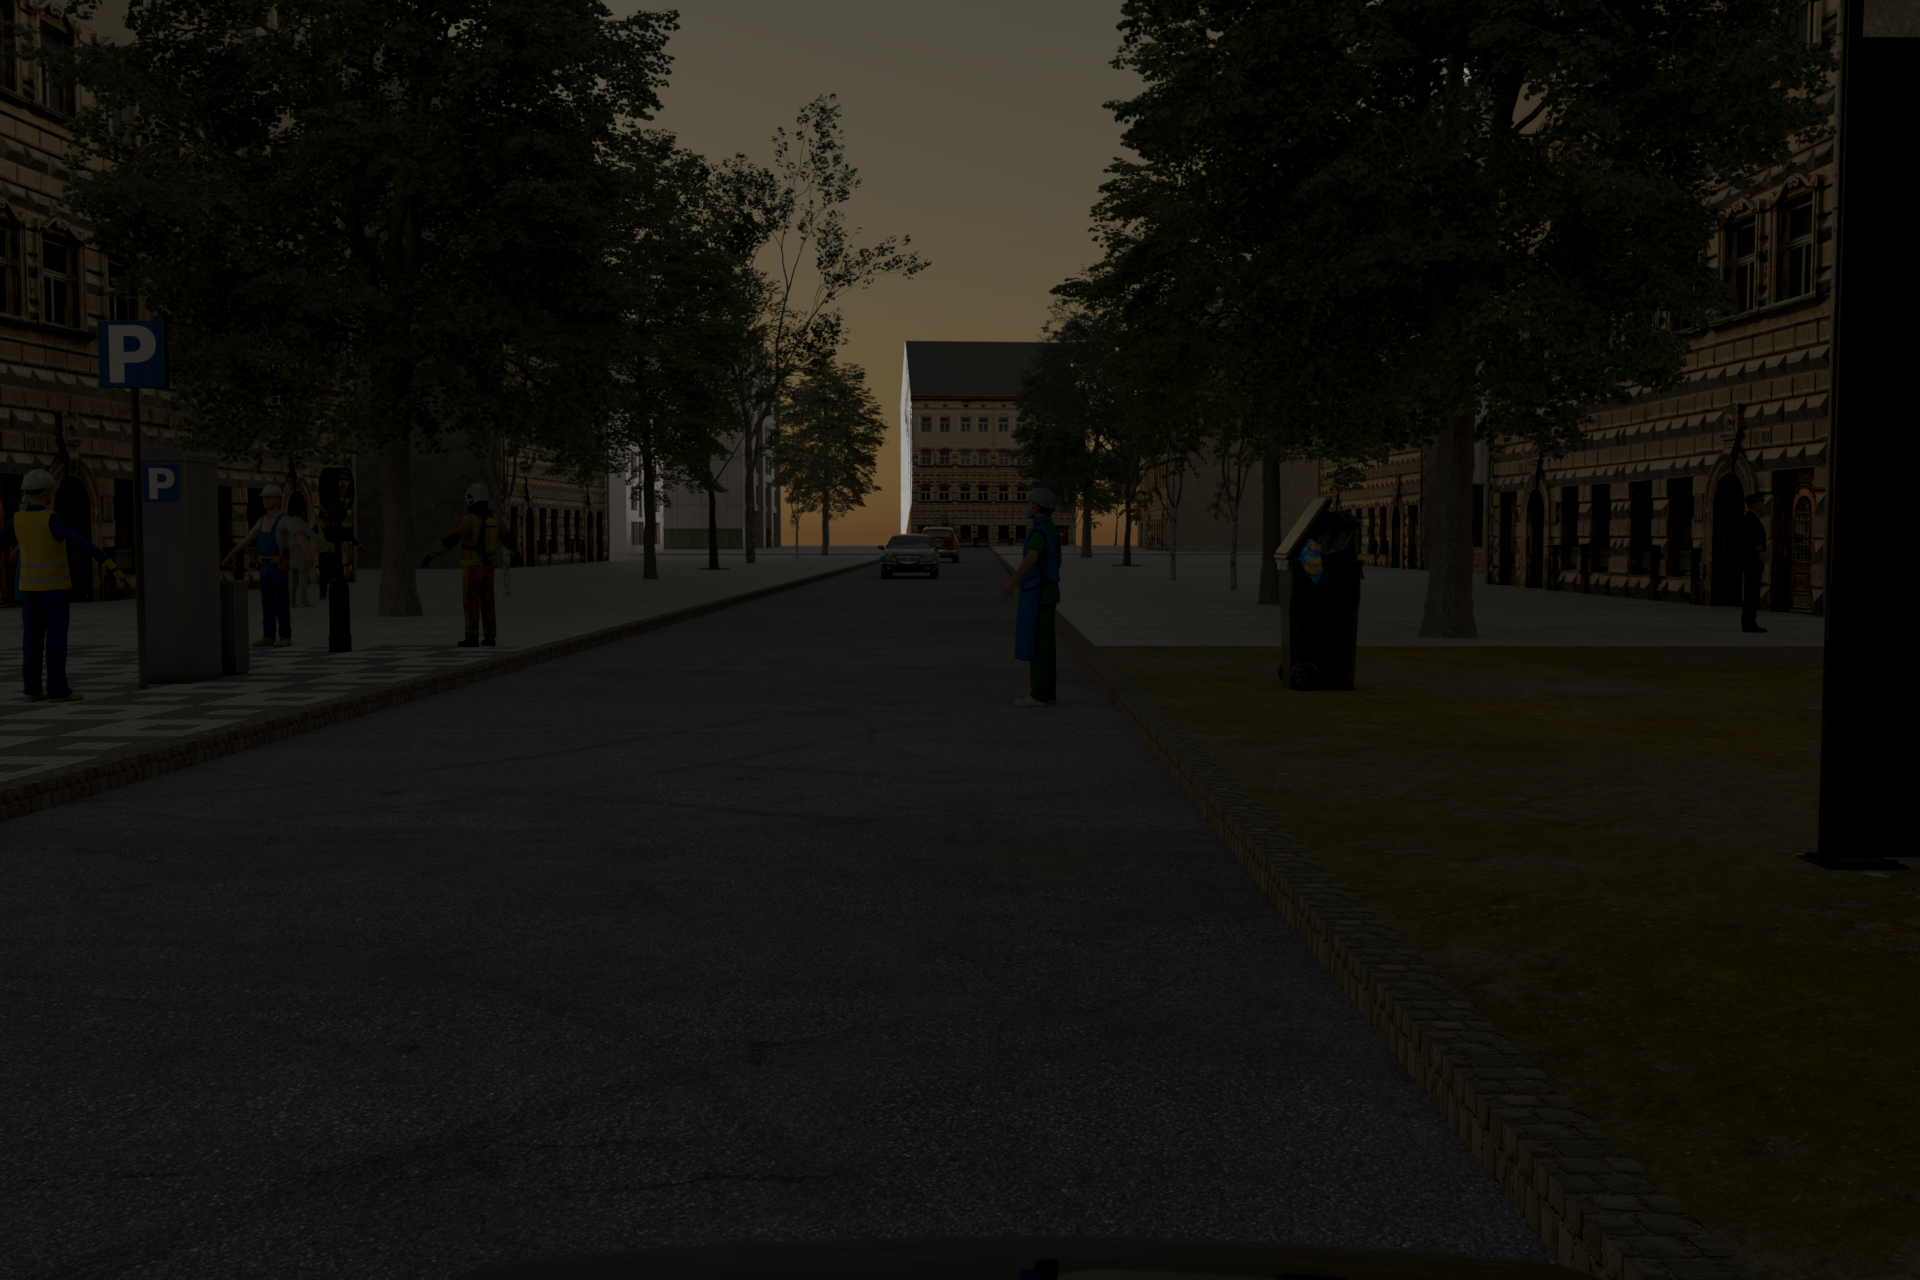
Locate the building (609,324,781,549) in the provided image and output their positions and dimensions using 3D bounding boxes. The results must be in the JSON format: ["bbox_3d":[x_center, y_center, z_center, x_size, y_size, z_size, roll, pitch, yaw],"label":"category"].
[{"bbox_3d":[-26.682,-18.021,161.107,16.747,18.905,31.486,0,3,0],"label":"building"}]

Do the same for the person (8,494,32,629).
[{"bbox_3d":[-12.452,-1.044,23.199,0.704,1.817,1.347,-3,5,-41],"label":"person"}]

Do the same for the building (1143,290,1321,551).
[{"bbox_3d":[24.632,-18.660,136.022,19.493,23.208,18.063,0,4,1],"label":"building"}]

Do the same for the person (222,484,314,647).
[{"bbox_3d":[-7.863,-0.853,19.804,1.347,1.847,0.705,2,4,24],"label":"person"}]

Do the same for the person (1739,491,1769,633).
[{"bbox_3d":[10.398,-1.022,22.642,0.705,1.837,1.347,1,4,21],"label":"person"}]

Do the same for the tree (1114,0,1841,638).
[{"bbox_3d":[6.098,-7.016,21.367,9.857,13.997,8.962,0,3,0],"label":"tree"}]

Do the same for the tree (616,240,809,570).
[{"bbox_3d":[-9.043,-8.352,62.309,9.928,11.665,9.643,0,3,0],"label":"tree"}]

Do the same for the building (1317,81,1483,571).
[{"bbox_3d":[25.511,-14.574,69.216,19.493,23.208,18.063,0,4,0],"label":"building"}]

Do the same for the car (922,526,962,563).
[{"bbox_3d":[-1.063,-4.835,87.720,2.281,1.827,5.304,0,4,1],"label":"car"}]

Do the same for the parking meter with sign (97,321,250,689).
[{"bbox_3d":[-6.759,-1.150,15.066,0.543,3.016,1.738,0,3,0],"label":"parking meter with sign"}]

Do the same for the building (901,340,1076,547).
[{"bbox_3d":[2.821,-22.203,196.399,18.063,23.208,19.493,0,4,-5],"label":"building"}]

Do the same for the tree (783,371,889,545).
[{"bbox_3d":[-14.088,-20.877,197.224,12.611,20.169,13.585,0,3,0],"label":"tree"}]

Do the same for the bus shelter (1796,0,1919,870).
[{"bbox_3d":[3.842,-0.752,3.585,1.731,3.624,6.357,0,4,-1],"label":"bus shelter"}]

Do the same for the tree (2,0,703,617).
[{"bbox_3d":[-8.875,-7.341,26.687,9.857,13.997,8.962,0,3,0],"label":"tree"}]

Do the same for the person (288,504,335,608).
[{"bbox_3d":[-11.570,-1.476,30.319,1.347,1.806,0.705,1,4,16],"label":"person"}]

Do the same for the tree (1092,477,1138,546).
[{"bbox_3d":[17.649,-15.779,192.395,7.601,10.594,8.767,0,4,3],"label":"tree"}]

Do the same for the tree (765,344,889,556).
[{"bbox_3d":[-8.019,-11.338,103.496,7.486,12.596,7.792,0,3,0],"label":"tree"}]

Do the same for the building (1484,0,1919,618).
[{"bbox_3d":[22.587,-12.451,34.495,19.493,23.208,18.063,0,4,1],"label":"building"}]

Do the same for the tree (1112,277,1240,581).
[{"bbox_3d":[5.938,-5.963,47.855,4.737,8.622,4.395,0,3,0],"label":"tree"}]

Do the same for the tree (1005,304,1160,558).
[{"bbox_3d":[6.802,-11.445,93.775,9.857,13.997,8.962,0,3,0],"label":"tree"}]

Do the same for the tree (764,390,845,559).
[{"bbox_3d":[-8.588,-8.455,88.606,4.360,8.622,3.978,0,3,0],"label":"tree"}]

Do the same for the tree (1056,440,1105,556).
[{"bbox_3d":[6.852,-9.331,102.927,4.737,8.622,4.395,0,3,0],"label":"tree"}]

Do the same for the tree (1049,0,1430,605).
[{"bbox_3d":[5.476,-6.950,31.753,7.486,12.596,7.792,0,3,0],"label":"tree"}]

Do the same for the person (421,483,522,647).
[{"bbox_3d":[-5.499,-0.854,19.727,0.705,1.858,1.354,3,4,38],"label":"person"}]

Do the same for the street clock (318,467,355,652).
[{"bbox_3d":[-6.751,-0.871,18.810,0.358,2.002,0.471,0,4,1],"label":"street clock"}]

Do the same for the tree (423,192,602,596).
[{"bbox_3d":[-9.356,-5.191,35.228,4.360,8.622,3.978,0,3,0],"label":"tree"}]

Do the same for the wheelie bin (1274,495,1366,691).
[{"bbox_3d":[2.999,-0.399,14.426,0.693,1.594,0.980,0,4,1],"label":"wheelie bin"}]

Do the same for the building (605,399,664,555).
[{"bbox_3d":[-25.214,-10.964,121.403,9.099,9.664,28.070,0,4,0],"label":"building"}]

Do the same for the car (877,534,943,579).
[{"bbox_3d":[-1.630,-2.777,57.199,2.131,1.459,4.920,0,4,0],"label":"car"}]

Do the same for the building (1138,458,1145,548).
[{"bbox_3d":[26.069,-19.798,154.633,19.493,23.208,18.063,0,4,1],"label":"building"}]

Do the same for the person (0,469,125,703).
[{"bbox_3d":[-6.974,-0.418,13.296,1.216,1.772,0.721,1,4,12],"label":"person"}]

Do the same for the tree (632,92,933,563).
[{"bbox_3d":[-8.055,-13.362,74.363,12.611,20.169,13.585,0,3,0],"label":"tree"}]

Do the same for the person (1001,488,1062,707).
[{"bbox_3d":[0.645,-0.361,14.486,0.704,1.817,1.347,1,4,18],"label":"person"}]

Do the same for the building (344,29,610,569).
[{"bbox_3d":[-25.971,-14.768,72.388,19.493,23.208,18.063,0,4,1],"label":"building"}]

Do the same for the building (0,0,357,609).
[{"bbox_3d":[-25.413,-12.570,36.455,19.493,23.208,18.063,0,4,1],"label":"building"}]

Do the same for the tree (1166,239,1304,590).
[{"bbox_3d":[6.063,-5.447,39.422,4.360,8.622,3.978,0,3,0],"label":"tree"}]

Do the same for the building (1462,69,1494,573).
[{"bbox_3d":[21.908,-12.300,57.523,16.016,20.090,11.380,0,4,0],"label":"building"}]

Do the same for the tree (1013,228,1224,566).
[{"bbox_3d":[6.833,-9.710,69.135,12.009,13.543,11.850,0,3,0],"label":"tree"}]

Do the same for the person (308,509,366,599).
[{"bbox_3d":[-12.404,-1.717,34.047,1.349,1.833,0.705,-2,4,-28],"label":"person"}]

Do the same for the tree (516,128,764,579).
[{"bbox_3d":[-9.101,-8.004,48.985,7.486,12.596,7.792,0,3,0],"label":"tree"}]
